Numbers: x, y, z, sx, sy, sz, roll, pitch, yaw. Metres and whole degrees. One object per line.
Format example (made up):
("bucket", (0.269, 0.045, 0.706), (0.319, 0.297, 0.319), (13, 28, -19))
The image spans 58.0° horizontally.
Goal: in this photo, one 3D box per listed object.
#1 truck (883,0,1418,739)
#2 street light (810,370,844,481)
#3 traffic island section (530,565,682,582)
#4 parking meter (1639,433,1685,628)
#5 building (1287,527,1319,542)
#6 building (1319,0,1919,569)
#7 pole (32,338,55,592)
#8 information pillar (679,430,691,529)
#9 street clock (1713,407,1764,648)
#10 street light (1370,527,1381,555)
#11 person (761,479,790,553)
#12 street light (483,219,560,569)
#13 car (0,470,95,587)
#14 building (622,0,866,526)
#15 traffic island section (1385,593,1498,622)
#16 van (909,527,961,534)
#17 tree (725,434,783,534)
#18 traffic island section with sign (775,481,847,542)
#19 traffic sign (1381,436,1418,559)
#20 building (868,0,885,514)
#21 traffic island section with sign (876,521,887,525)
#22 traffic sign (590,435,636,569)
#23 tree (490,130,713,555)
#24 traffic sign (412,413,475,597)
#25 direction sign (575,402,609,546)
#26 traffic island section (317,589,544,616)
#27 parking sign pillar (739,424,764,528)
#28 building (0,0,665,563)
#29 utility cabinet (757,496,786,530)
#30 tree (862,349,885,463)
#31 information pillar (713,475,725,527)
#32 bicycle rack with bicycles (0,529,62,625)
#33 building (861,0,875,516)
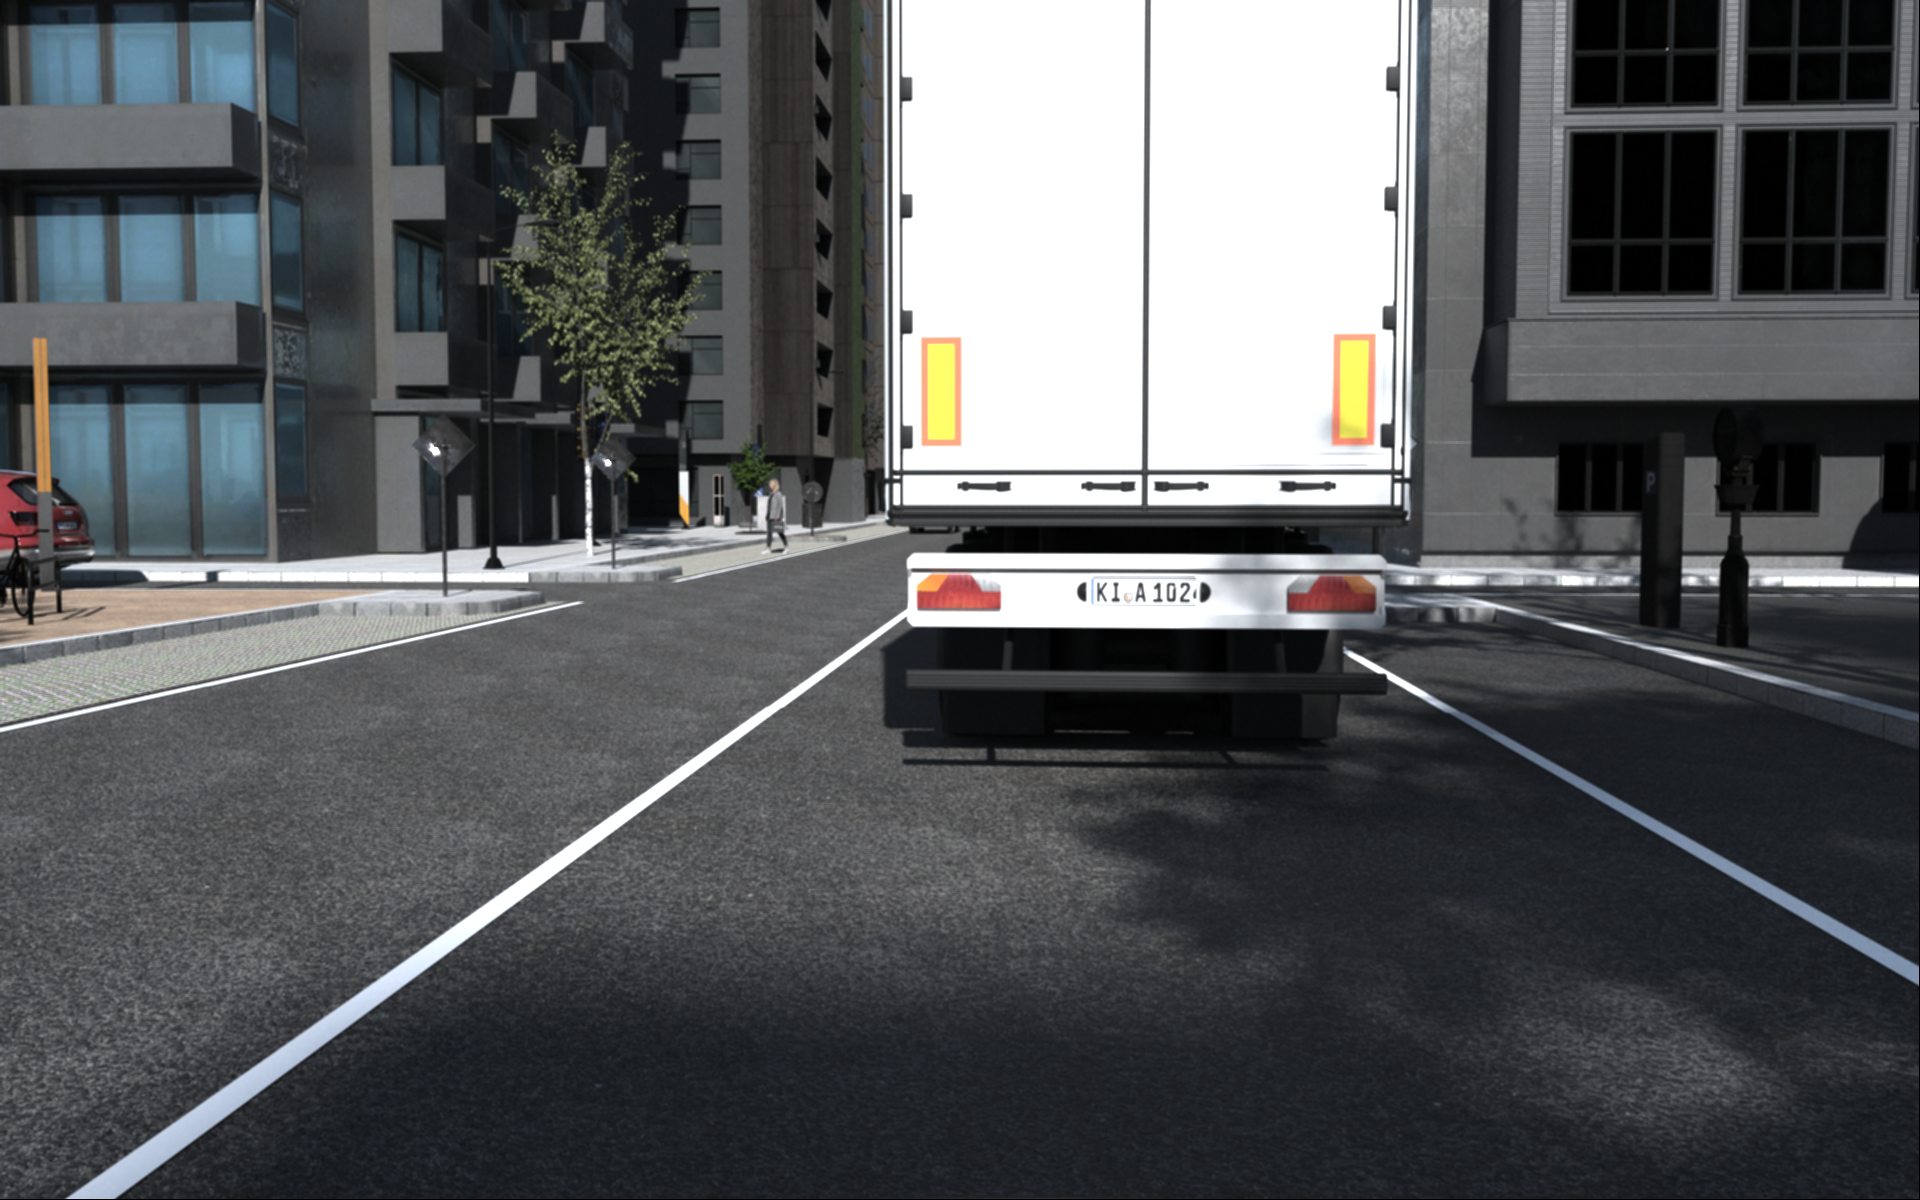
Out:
("truck", (1.349, -1.504, 13.510), (2.839, 4.237, 11.283), (0, 4, 5))
("street light", (-5.054, -5.657, 65.034), (1.470, 5.913, 1.316), (0, 4, 4))
("traffic island section", (-5.943, -0.449, 29.614), (2.009, 0.180, 2.903), (0, 4, 4))
("parking meter", (6.778, -0.674, 16.733), (0.255, 1.863, 0.399), (0, 4, -5))
("building", (19.712, -15.753, 62.081), (19.350, 26.468, 34.151), (0, 4, 4))
("building", (23.227, -13.129, 33.731), (30.058, 24.678, 14.314), (0, 4, 4))
("pole", (-12.050, -1.769, 22.772), (0.158, 3.312, 0.155), (0, 3, 0))
("information pillar", (-10.050, -4.387, 63.082), (0.504, 3.616, 0.183), (3, 5, 45))
("street clock", (6.495, -0.608, 14.505), (0.358, 2.002, 0.471), (0, 3, 0))
("street light", (7.290, -3.668, 32.511), (1.470, 5.913, 1.316), (0, 4, 4))
("person", (-4.387, -2.010, 41.550), (0.728, 1.800, 0.709), (-3, 4, -36))
("street light", (-7.450, -3.482, 29.466), (1.470, 5.913, 1.316), (0, 4, 4))
("car", (-15.744, -1.043, 25.721), (5.304, 1.827, 2.281), (0, 4, 2))
("building", (-11.906, -18.506, 74.275), (14.160, 30.474, 14.107), (0, 4, 4))
("traffic island section", (5.115, 0.084, 20.903), (2.009, 0.180, 2.903), (0, 4, 4))
("van", (-0.899, -3.481, 63.924), (2.013, 2.044, 4.112), (0, 4, 5))
("tree", (-6.826, -3.735, 55.661), (1.663, 3.219, 1.824), (0, 3, 0))
("traffic island section with sign", (-4.483, -2.682, 52.473), (1.989, 1.847, 2.006), (0, 4, 4))
("traffic sign", (5.091, -1.051, 20.827), (0.795, 2.450, 0.064), (0, 4, 4))
("building", (-10.486, -26.188, 111.771), (14.154, 41.232, 14.086), (0, 4, 4))
("traffic island section with sign", (-2.769, -4.327, 79.374), (1.989, 1.847, 2.006), (0, 4, 4))
("traffic sign", (-5.919, -1.585, 29.551), (0.795, 2.450, 0.064), (0, 4, 4))
("tree", (-7.515, -5.237, 35.985), (4.737, 8.622, 4.395), (0, 3, 0))
("traffic sign", (-6.429, -1.097, 21.582), (0.795, 2.450, 0.064), (0, 4, 4))
("direction sign", (-9.057, -3.101, 42.699), (0.876, 3.537, 0.379), (-2, 4, -35))
("traffic island section", (-6.453, 0.039, 21.645), (2.009, 0.180, 2.903), (0, 4, 4))
("parking sign pillar", (-7.774, -4.766, 66.400), (1.447, 3.967, 1.447), (-1, 4, -10))
("building", (-21.411, -25.958, 44.027), (23.786, 49.044, 30.456), (0, 4, 4))
("utility cabinet", (-6.759, -3.118, 62.136), (1.020, 1.237, 0.306), (0, 4, 0))
("tree", (-5.113, -8.284, 85.800), (4.360, 8.622, 3.978), (0, 3, 0))
("information pillar", (-9.262, -3.796, 66.561), (0.304, 2.012, 0.304), (2, 4, 25))
("bicycle rack with bicycles", (-10.306, -0.240, 17.300), (2.852, 0.926, 2.925), (-1, 4, -18))
("building", (-12.444, -27.272, 96.013), (14.600, 45.320, 14.200), (0, 4, 4))
